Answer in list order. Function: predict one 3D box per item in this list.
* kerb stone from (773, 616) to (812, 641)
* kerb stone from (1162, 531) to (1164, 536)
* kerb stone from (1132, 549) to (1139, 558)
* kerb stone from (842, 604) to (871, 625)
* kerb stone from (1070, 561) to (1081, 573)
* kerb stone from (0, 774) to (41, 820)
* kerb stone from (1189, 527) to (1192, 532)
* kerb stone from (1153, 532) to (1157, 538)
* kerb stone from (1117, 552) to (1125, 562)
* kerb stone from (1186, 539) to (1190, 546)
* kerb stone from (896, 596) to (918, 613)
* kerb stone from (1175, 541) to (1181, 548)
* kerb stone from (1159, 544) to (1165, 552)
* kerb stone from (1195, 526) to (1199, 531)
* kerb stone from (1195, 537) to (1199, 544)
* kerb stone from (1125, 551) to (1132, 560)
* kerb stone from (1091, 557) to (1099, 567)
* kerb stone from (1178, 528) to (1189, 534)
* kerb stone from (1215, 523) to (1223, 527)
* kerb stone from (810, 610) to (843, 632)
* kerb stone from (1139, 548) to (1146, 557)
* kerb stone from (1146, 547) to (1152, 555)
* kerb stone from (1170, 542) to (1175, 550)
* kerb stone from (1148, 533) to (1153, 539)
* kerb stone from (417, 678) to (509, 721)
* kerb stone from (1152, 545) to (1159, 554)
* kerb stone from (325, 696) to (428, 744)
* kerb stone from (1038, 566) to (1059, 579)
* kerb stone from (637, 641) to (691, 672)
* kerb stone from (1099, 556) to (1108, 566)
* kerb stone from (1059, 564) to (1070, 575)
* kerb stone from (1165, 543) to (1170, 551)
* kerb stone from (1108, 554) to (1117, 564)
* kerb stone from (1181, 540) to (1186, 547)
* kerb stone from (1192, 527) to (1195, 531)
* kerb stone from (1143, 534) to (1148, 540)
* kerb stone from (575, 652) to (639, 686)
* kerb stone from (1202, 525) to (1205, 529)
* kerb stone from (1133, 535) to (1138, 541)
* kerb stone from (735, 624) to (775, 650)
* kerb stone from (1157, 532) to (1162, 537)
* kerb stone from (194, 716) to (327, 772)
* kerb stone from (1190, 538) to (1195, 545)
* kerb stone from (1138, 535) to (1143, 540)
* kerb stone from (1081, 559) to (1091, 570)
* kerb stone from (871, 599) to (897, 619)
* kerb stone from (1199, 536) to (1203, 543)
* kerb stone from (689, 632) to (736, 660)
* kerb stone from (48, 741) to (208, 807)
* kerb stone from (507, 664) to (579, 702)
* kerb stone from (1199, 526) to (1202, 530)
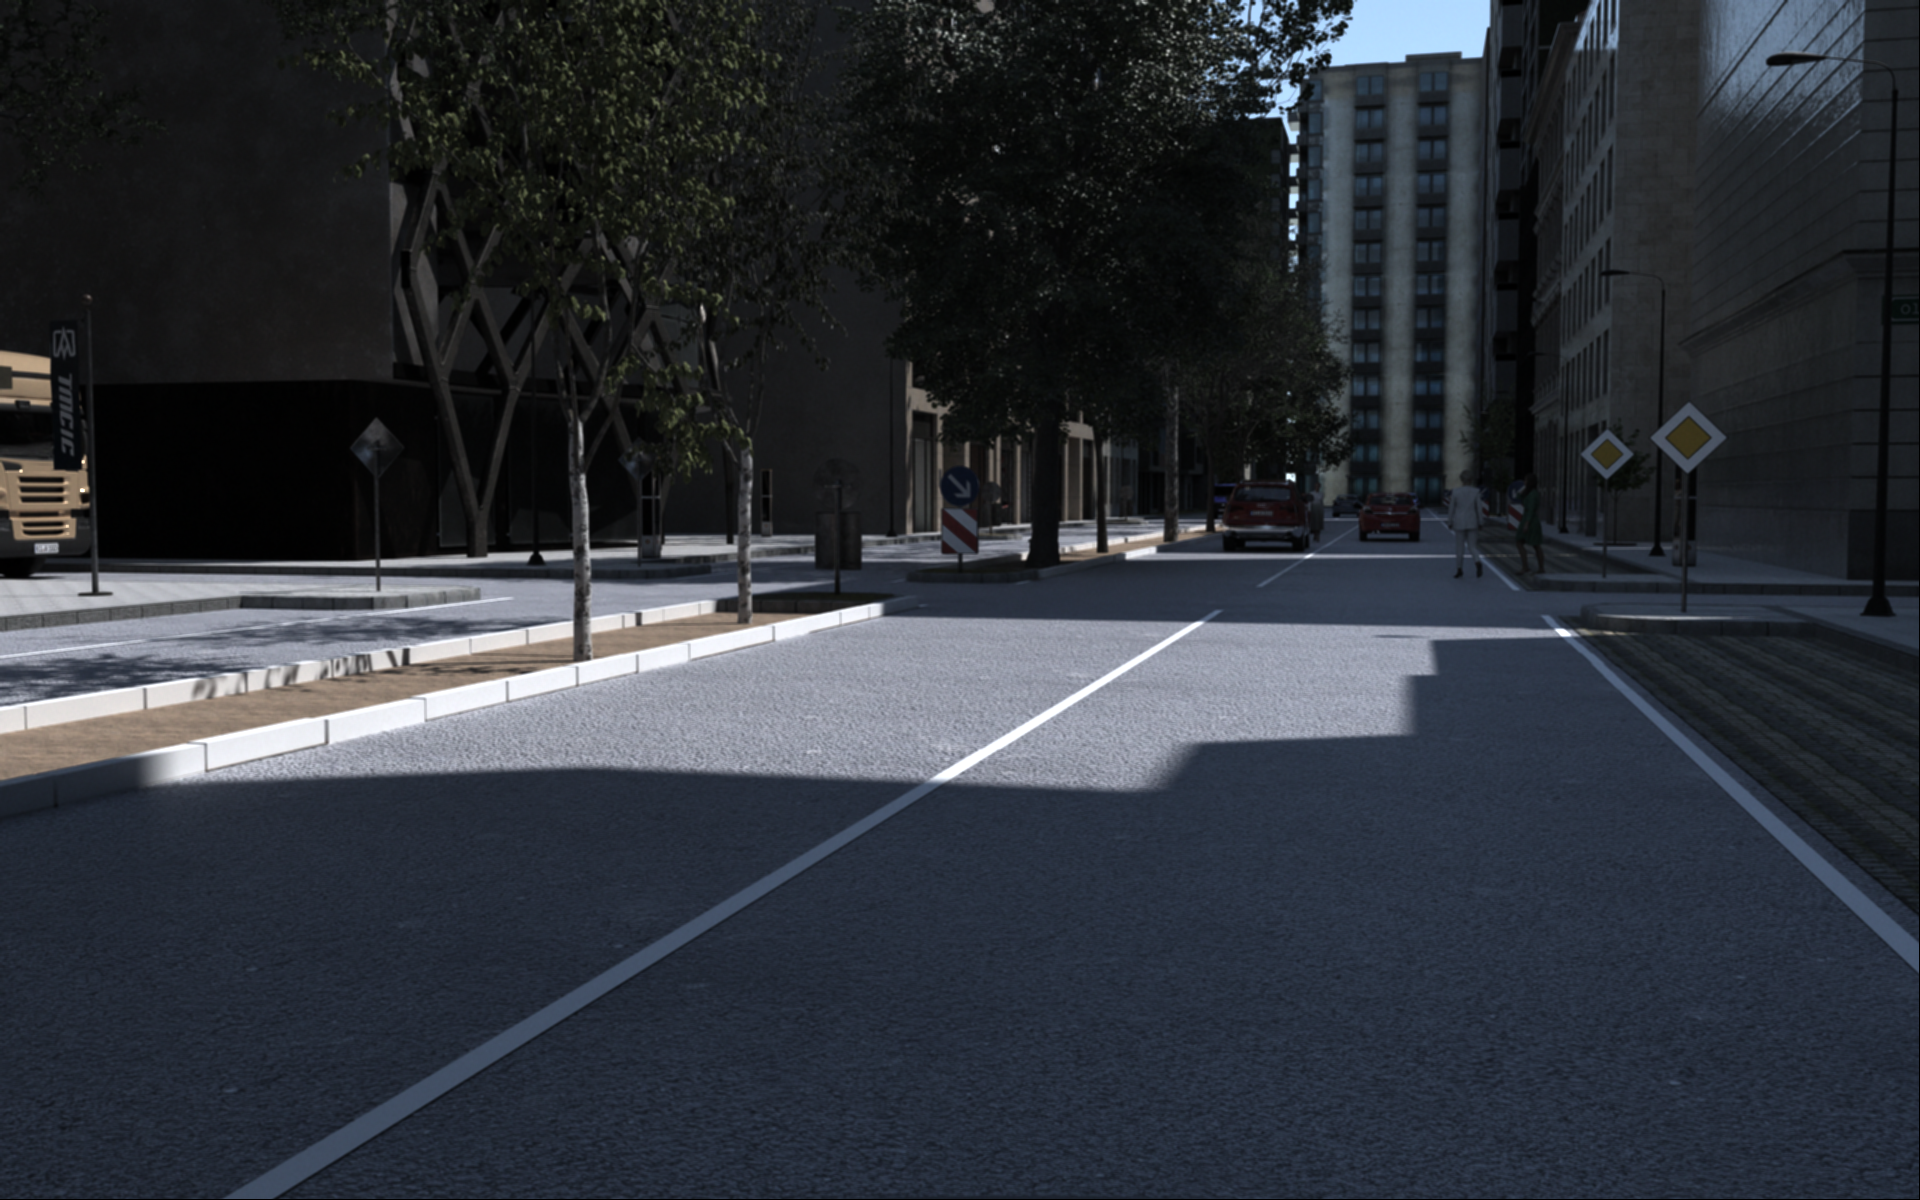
[{"bbox_3d":[-1.738,0.295,17.365,0.120,0.150,1.000,1,4,15],"label":"kerb stone"},{"bbox_3d":[6.697,-2.197,58.110,0.120,0.150,1.000,1,4,15],"label":"kerb stone"},{"bbox_3d":[3.817,-1.008,38.725,0.120,0.150,1.000,1,4,15],"label":"kerb stone"},{"bbox_3d":[-1.227,0.174,19.344,0.120,0.150,1.000,1,4,15],"label":"kerb stone"},{"bbox_3d":[2.018,-0.578,31.789,0.120,0.150,1.000,1,4,15],"label":"kerb stone"},{"bbox_3d":[-4.324,0.905,7.444,0.120,0.150,1.000,1,4,15],"label":"kerb stone"},{"bbox_3d":[8.513,-2.617,65.081,0.120,0.150,1.000,1,4,15],"label":"kerb stone"},{"bbox_3d":[6.184,-2.075,56.124,0.120,0.150,1.000,1,4,15],"label":"kerb stone"},{"bbox_3d":[3.313,-0.887,36.743,0.120,0.150,1.000,1,4,15],"label":"kerb stone"},{"bbox_3d":[6.140,-1.557,47.646,0.120,0.150,1.000,1,4,15],"label":"kerb stone"},{"bbox_3d":[-0.713,0.053,21.325,0.120,0.150,1.000,1,4,15],"label":"kerb stone"},{"bbox_3d":[5.630,-1.434,45.665,0.120,0.150,1.000,1,4,15],"label":"kerb stone"},{"bbox_3d":[4.855,-1.254,42.697,0.120,0.150,1.000,1,4,15],"label":"kerb stone"},{"bbox_3d":[9.025,-2.742,67.063,0.120,0.150,1.000,1,4,15],"label":"kerb stone"},{"bbox_3d":[6.656,-1.674,49.625,0.120,0.150,1.000,1,4,15],"label":"kerb stone"},{"bbox_3d":[3.559,-0.950,37.736,0.120,0.150,1.000,1,4,15],"label":"kerb stone"},{"bbox_3d":[2.519,-0.708,33.775,0.120,0.150,1.000,1,4,15],"label":"kerb stone"},{"bbox_3d":[8.248,-2.562,64.080,0.120,0.150,1.000,1,4,15],"label":"kerb stone"},{"bbox_3d":[11.345,-3.289,76.000,0.120,0.150,1.000,1,4,15],"label":"kerb stone"},{"bbox_3d":[-1.488,0.237,18.356,0.120,0.150,1.000,1,4,15],"label":"kerb stone"},{"bbox_3d":[4.076,-1.072,39.724,0.120,0.150,1.000,1,4,15],"label":"kerb stone"},{"bbox_3d":[4.332,-1.129,40.714,0.120,0.150,1.000,1,4,15],"label":"kerb stone"},{"bbox_3d":[5.364,-1.375,44.677,0.120,0.150,1.000,1,4,15],"label":"kerb stone"},{"bbox_3d":[5.926,-2.012,55.129,0.120,0.150,1.000,1,4,15],"label":"kerb stone"},{"bbox_3d":[-3.295,0.660,11.406,0.120,0.150,1.000,1,4,15],"label":"kerb stone"},{"bbox_3d":[4.593,-1.193,41.702,0.120,0.150,1.000,1,4,15],"label":"kerb stone"},{"bbox_3d":[-3.546,0.728,10.414,0.120,0.150,1.000,1,4,15],"label":"kerb stone"},{"bbox_3d":[1.495,-0.461,29.795,0.120,0.150,1.000,1,4,15],"label":"kerb stone"},{"bbox_3d":[-2.513,0.480,14.394,0.120,0.150,1.000,1,4,15],"label":"kerb stone"},{"bbox_3d":[2.785,-0.767,34.763,0.120,0.150,1.000,1,4,15],"label":"kerb stone"},{"bbox_3d":[1.755,-0.526,30.792,0.120,0.150,1.000,1,4,15],"label":"kerb stone"},{"bbox_3d":[5.111,-1.314,43.687,0.120,0.150,1.000,1,4,15],"label":"kerb stone"},{"bbox_3d":[3.039,-0.830,35.758,0.120,0.150,1.000,1,4,15],"label":"kerb stone"},{"bbox_3d":[5.886,-1.495,46.656,0.120,0.150,1.000,1,4,15],"label":"kerb stone"},{"bbox_3d":[8.766,-2.684,66.074,0.120,0.150,1.000,1,4,15],"label":"kerb stone"},{"bbox_3d":[5.663,-1.954,54.139,0.120,0.150,1.000,1,4,15],"label":"kerb stone"},{"bbox_3d":[-2.776,0.538,13.403,0.120,0.150,1.000,1,4,15],"label":"kerb stone"},{"bbox_3d":[9.544,-2.864,69.047,0.120,0.150,1.000,1,4,15],"label":"kerb stone"},{"bbox_3d":[5.147,-1.832,52.156,0.120,0.150,1.000,1,4,15],"label":"kerb stone"},{"bbox_3d":[-2.005,0.360,16.377,0.120,0.150,1.000,1,4,15],"label":"kerb stone"},{"bbox_3d":[6.434,-2.136,57.115,0.120,0.150,1.000,1,4,15],"label":"kerb stone"},{"bbox_3d":[-3.813,0.781,9.427,0.120,0.150,1.000,1,4,15],"label":"kerb stone"},{"bbox_3d":[6.405,-1.617,48.633,0.120,0.150,1.000,1,4,15],"label":"kerb stone"},{"bbox_3d":[5.410,-1.891,53.149,0.120,0.150,1.000,1,4,15],"label":"kerb stone"},{"bbox_3d":[2.277,-0.647,32.778,0.120,0.150,1.000,1,4,15],"label":"kerb stone"},{"bbox_3d":[-0.968,0.116,20.336,0.120,0.150,1.000,1,4,15],"label":"kerb stone"},{"bbox_3d":[6.911,-1.737,50.625,0.120,0.150,1.000,1,4,15],"label":"kerb stone"},{"bbox_3d":[-2.254,0.417,15.383,0.120,0.150,1.000,1,4,15],"label":"kerb stone"},{"bbox_3d":[-4.065,0.846,8.433,0.120,0.150,1.000,1,4,15],"label":"kerb stone"},{"bbox_3d":[-3.036,0.601,12.405,0.120,0.150,1.000,1,4,15],"label":"kerb stone"},{"bbox_3d":[9.279,-2.801,68.054,0.120,0.150,1.000,1,4,15],"label":"kerb stone"}]
